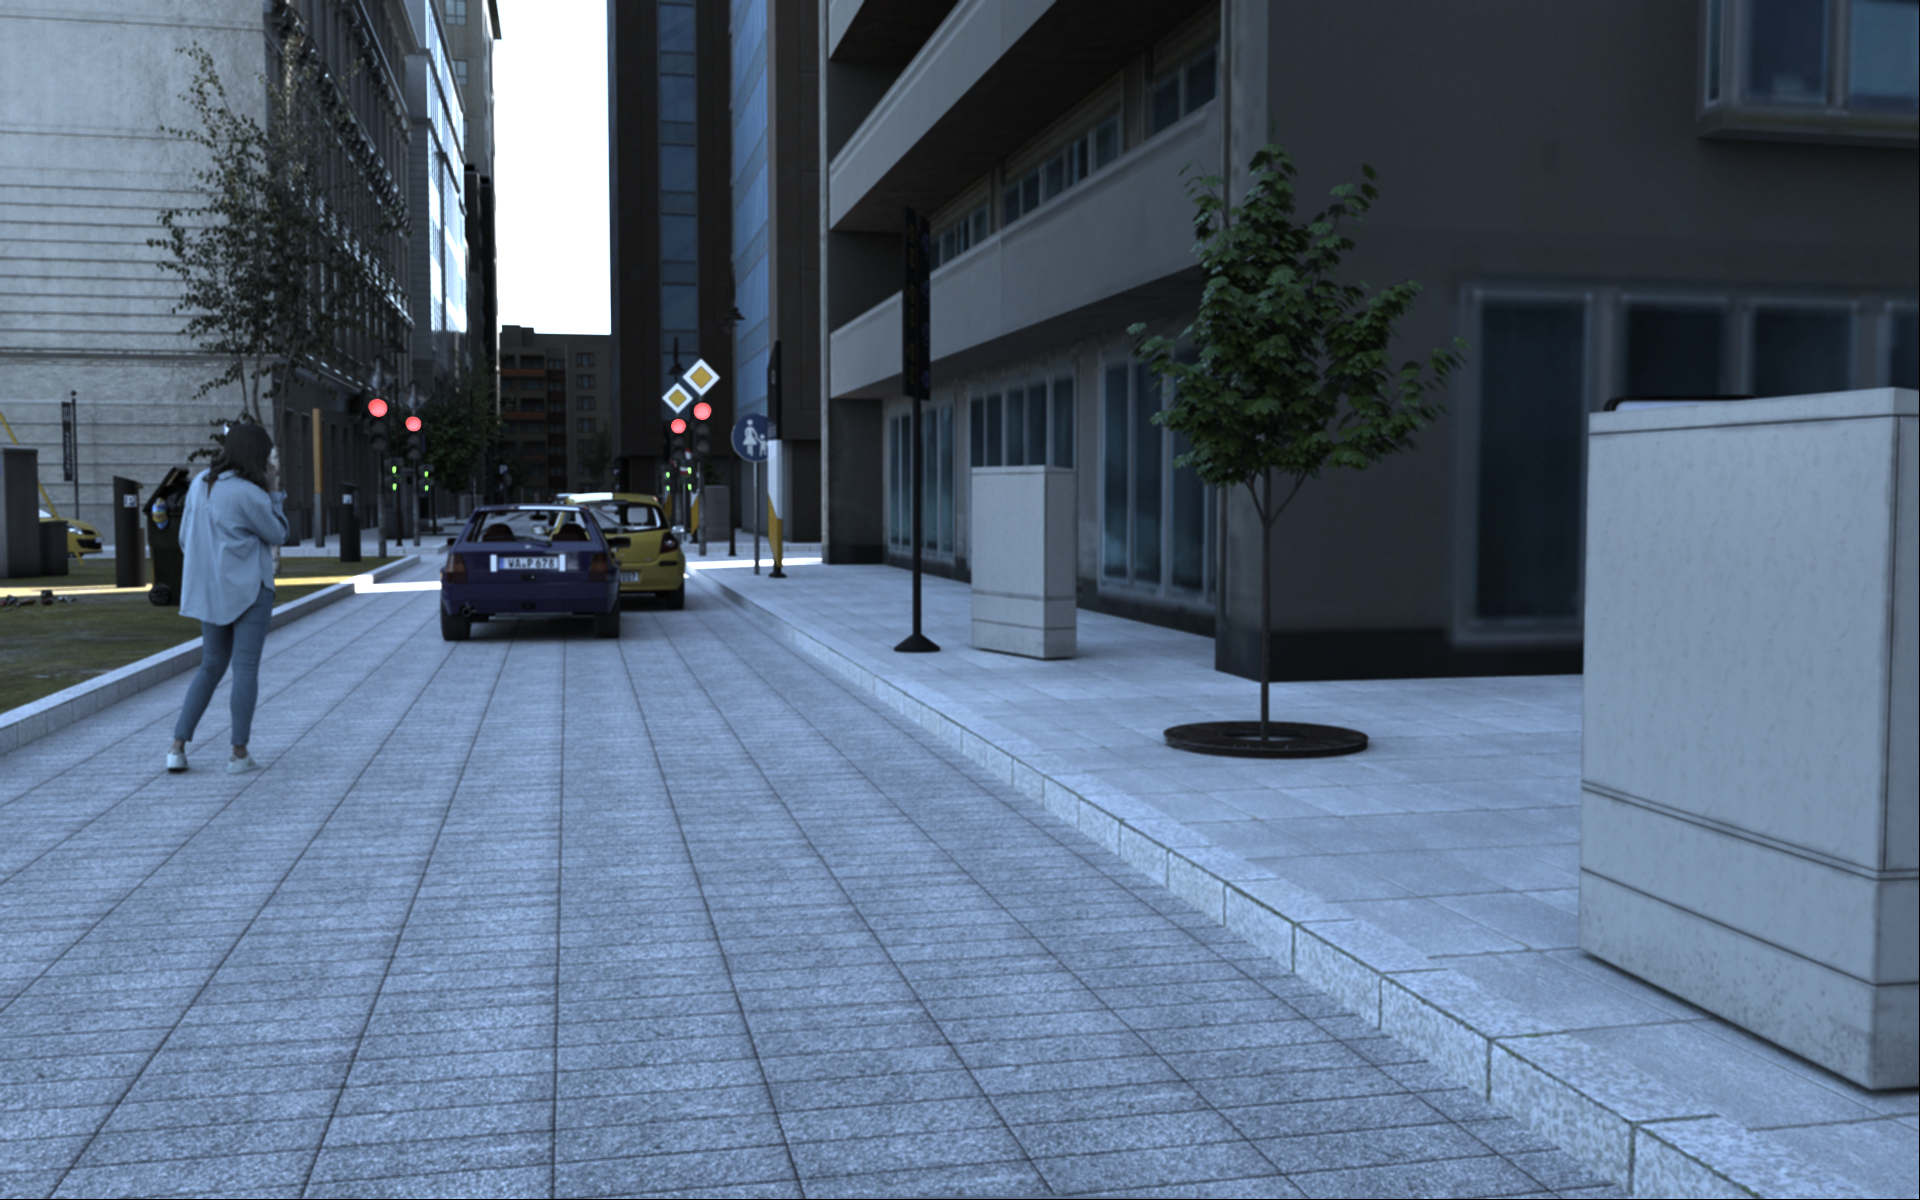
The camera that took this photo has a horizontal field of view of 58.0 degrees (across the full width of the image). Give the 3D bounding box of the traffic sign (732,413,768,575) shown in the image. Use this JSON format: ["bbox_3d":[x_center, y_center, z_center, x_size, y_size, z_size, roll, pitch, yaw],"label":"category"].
[{"bbox_3d":[-3.223,-1.671,27.425,0.768,2.556,0.104,0,4,-7],"label":"traffic sign"}]

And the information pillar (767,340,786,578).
[{"bbox_3d":[-2.841,-2.156,26.606,0.183,3.616,0.504,-1,4,-23],"label":"information pillar"}]

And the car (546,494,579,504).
[{"bbox_3d":[-18.018,-4.167,79.925,2.131,1.459,4.920,-1,4,-11],"label":"car"}]

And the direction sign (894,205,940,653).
[{"bbox_3d":[-0.352,-1.351,14.083,0.379,3.537,0.876,1,4,11],"label":"direction sign"}]

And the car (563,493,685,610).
[{"bbox_3d":[-4.577,-0.763,22.699,2.015,1.641,3.980,-1,4,-13],"label":"car"}]

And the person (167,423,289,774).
[{"bbox_3d":[-3.783,-0.008,8.903,0.793,1.790,0.793,-1,4,-10],"label":"person"}]

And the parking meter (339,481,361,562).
[{"bbox_3d":[-11.552,-1.491,32.788,0.372,1.533,0.369,0,3,0],"label":"parking meter"}]

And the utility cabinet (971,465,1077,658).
[{"bbox_3d":[0.507,-0.316,13.838,0.318,1.500,1.173,-2,4,-28],"label":"utility cabinet"}]

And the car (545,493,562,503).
[{"bbox_3d":[-34.233,-8.472,147.555,2.155,1.783,4.494,-1,4,-14],"label":"car"}]

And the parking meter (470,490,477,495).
[{"bbox_3d":[-27.197,-5.414,96.936,0.372,1.533,0.369,0,3,0],"label":"parking meter"}]

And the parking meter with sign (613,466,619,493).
[{"bbox_3d":[-21.302,-6.816,107.709,0.543,3.016,1.738,-1,4,-12],"label":"parking meter with sign"}]

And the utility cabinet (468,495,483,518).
[{"bbox_3d":[-25.726,-4.916,91.531,1.020,1.237,0.306,1,4,12],"label":"utility cabinet"}]

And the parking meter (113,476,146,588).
[{"bbox_3d":[-11.431,-0.944,23.848,0.372,1.533,0.369,0,3,0],"label":"parking meter"}]

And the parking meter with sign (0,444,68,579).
[{"bbox_3d":[-14.485,-1.849,26.499,0.543,3.016,1.738,1,4,15],"label":"parking meter with sign"}]

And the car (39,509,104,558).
[{"bbox_3d":[-20.295,-1.610,36.549,3.980,1.641,2.015,-1,4,-11],"label":"car"}]

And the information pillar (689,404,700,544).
[{"bbox_3d":[-6.834,-3.270,44.815,0.183,3.616,0.504,-2,4,-35],"label":"information pillar"}]

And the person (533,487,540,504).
[{"bbox_3d":[-23.748,-5.428,97.258,0.388,1.821,0.555,0,4,-8],"label":"person"}]

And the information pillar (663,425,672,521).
[{"bbox_3d":[-9.877,-4.106,58.492,0.183,3.616,0.504,-2,4,-32],"label":"information pillar"}]

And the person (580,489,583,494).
[{"bbox_3d":[-29.770,-7.813,136.174,0.705,1.831,1.348,-1,4,-21],"label":"person"}]

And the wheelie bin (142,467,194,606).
[{"bbox_3d":[-9.058,-0.750,20.171,0.693,1.594,0.980,-1,4,-10],"label":"wheelie bin"}]

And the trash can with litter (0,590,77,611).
[{"bbox_3d":[-10.972,-0.541,19.897,1.678,1.210,2.233,1,4,17],"label":"trash can with litter"}]

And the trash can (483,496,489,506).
[{"bbox_3d":[-29.808,-5.905,108.207,0.748,1.137,0.748,0,3,0],"label":"trash can"}]

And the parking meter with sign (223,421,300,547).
[{"bbox_3d":[-16.851,-2.791,41.891,0.543,3.016,1.738,2,4,32],"label":"parking meter with sign"}]

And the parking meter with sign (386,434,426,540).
[{"bbox_3d":[-15.901,-3.254,49.468,0.543,3.016,1.738,1,4,11],"label":"parking meter with sign"}]

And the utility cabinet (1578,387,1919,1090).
[{"bbox_3d":[1.976,0.273,4.223,0.318,1.500,1.173,-1,4,-10],"label":"utility cabinet"}]

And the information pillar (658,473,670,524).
[{"bbox_3d":[-10.382,-3.445,60.818,0.304,2.012,0.304,-2,4,-32],"label":"information pillar"}]

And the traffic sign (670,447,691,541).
[{"bbox_3d":[-7.499,-2.878,47.162,0.768,2.556,0.104,0,4,-7],"label":"traffic sign"}]

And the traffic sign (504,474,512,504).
[{"bbox_3d":[-29.075,-6.782,110.993,0.768,2.556,0.104,-1,4,-11],"label":"traffic sign"}]

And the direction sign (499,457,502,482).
[{"bbox_3d":[-28.190,-6.992,106.311,0.379,3.537,0.876,-1,4,-23],"label":"direction sign"}]

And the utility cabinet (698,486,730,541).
[{"bbox_3d":[-6.657,-2.319,46.600,0.318,1.500,1.173,2,4,30],"label":"utility cabinet"}]

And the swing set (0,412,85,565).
[{"bbox_3d":[-17.837,-2.073,31.517,2.862,2.851,3.119,-3,4,-37],"label":"swing set"}]

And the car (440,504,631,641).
[{"bbox_3d":[-4.486,-0.356,18.403,1.945,1.354,3.894,-1,4,-11],"label":"car"}]

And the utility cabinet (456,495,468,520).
[{"bbox_3d":[-25.195,-4.662,87.386,0.306,1.237,1.020,-2,4,-26],"label":"utility cabinet"}]

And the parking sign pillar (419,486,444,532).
[{"bbox_3d":[-18.308,-4.299,58.769,1.447,3.967,1.447,-1,4,-21],"label":"parking sign pillar"}]
